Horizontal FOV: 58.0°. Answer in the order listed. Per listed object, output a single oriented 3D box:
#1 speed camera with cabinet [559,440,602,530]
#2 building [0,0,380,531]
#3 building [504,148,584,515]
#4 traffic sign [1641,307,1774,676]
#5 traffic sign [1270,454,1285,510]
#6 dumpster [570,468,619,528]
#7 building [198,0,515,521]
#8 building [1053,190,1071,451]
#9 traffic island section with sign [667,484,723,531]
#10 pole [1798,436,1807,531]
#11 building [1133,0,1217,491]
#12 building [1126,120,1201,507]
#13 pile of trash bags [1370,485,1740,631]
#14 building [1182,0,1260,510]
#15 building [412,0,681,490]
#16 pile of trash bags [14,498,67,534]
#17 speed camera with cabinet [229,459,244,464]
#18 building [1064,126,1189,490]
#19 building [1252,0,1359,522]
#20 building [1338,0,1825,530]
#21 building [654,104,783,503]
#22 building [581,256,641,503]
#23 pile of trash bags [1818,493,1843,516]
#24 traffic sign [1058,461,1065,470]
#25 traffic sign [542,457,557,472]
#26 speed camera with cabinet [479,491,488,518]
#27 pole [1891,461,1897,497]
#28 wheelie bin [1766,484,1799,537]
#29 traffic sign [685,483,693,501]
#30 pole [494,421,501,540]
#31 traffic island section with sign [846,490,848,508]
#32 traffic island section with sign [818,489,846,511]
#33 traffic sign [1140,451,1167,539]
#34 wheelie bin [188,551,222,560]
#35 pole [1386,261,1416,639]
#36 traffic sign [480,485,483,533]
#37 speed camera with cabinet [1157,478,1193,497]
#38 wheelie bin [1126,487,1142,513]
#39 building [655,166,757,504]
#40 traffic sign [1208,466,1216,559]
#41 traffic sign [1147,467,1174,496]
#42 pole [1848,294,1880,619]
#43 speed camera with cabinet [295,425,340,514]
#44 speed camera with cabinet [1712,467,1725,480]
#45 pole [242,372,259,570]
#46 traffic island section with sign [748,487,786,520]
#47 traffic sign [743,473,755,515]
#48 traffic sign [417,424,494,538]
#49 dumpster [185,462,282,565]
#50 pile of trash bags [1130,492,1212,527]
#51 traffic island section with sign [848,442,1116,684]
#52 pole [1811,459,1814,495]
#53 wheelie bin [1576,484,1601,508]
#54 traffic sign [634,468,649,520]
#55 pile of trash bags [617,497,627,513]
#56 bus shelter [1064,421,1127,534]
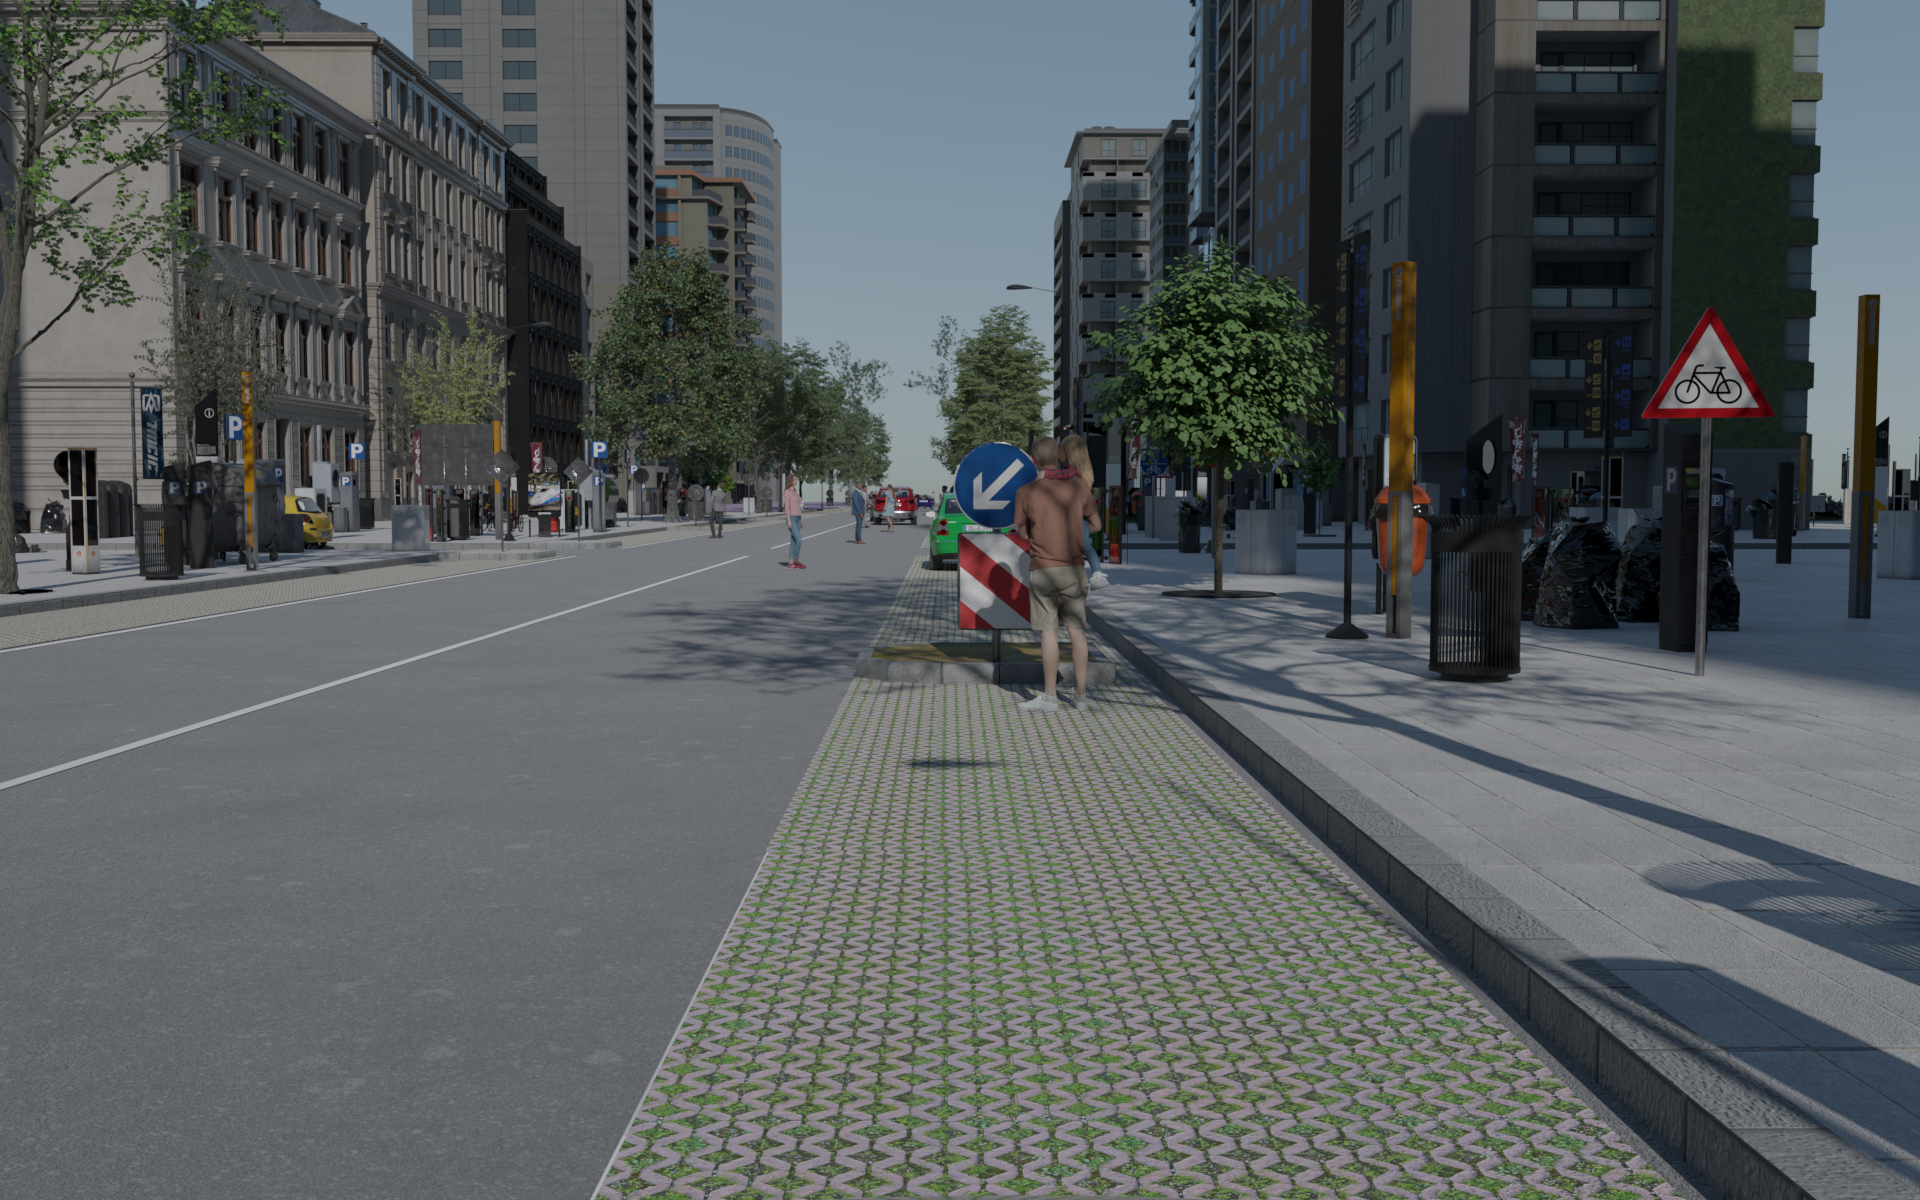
[{"bbox_3d":[-13.662,-4.149,62.168,0.660,3.252,2.038,2,4,25],"label":"speed camera with cabinet"},{"bbox_3d":[-32.545,-14.298,69.925,11.583,22.565,21.152,0,4,0],"label":"building"},{"bbox_3d":[-32.565,-17.357,113.465,12.332,23.373,15.834,0,4,0],"label":"building"},{"bbox_3d":[5.216,-0.742,12.140,0.884,2.594,0.081,0,4,7],"label":"traffic sign"},{"bbox_3d":[5.259,-1.717,29.251,0.795,2.450,0.064,0,4,4],"label":"traffic sign"},{"bbox_3d":[-13.681,-3.809,64.766,1.502,2.255,1.985,0,4,0],"label":"dumpster"},{"bbox_3d":[-33.002,-18.082,92.910,12.463,27.353,25.104,0,4,0],"label":"building"},{"bbox_3d":[25.853,-39.518,269.813,21.300,48.544,21.600,0,4,0],"label":"building"},{"bbox_3d":[-10.411,-3.645,68.227,1.989,1.847,2.006,0,4,0],"label":"traffic island section with sign"},{"bbox_3d":[29.428,-4.076,60.485,0.158,3.312,0.155,0,3,0],"label":"pole"},{"bbox_3d":[27.248,-50.708,141.739,22.319,86.520,31.000,0,4,0],"label":"building"},{"bbox_3d":[31.715,-29.344,171.661,32.217,40.220,23.993,0,4,0],"label":"building"},{"bbox_3d":[5.860,-0.461,17.283,3.447,1.369,1.912,1,4,13],"label":"pile of trash bags"},{"bbox_3d":[25.937,-41.096,110.180,20.563,71.187,20.611,0,4,0],"label":"building"},{"bbox_3d":[-36.837,-44.093,159.174,20.563,71.187,20.611,0,4,0],"label":"building"},{"bbox_3d":[-30.939,-2.864,56.582,3.447,1.369,1.912,-1,4,-12],"label":"pile of trash bags"},{"bbox_3d":[-19.327,-3.183,46.386,0.660,3.252,2.038,-2,4,-30],"label":"speed camera with cabinet"},{"bbox_3d":[29.882,-40.111,245.045,28.713,52.752,27.495,0,4,0],"label":"building"},{"bbox_3d":[22.783,-26.635,85.589,14.600,45.320,14.200,0,4,0],"label":"building"},{"bbox_3d":[23.357,-23.473,67.373,14.086,41.232,14.154,0,4,0],"label":"building"},{"bbox_3d":[-38.744,-44.035,261.963,21.231,58.520,28.212,0,4,0],"label":"building"},{"bbox_3d":[-41.314,-17.793,135.950,27.650,21.520,28.899,0,4,0],"label":"building"},{"bbox_3d":[50.762,-5.578,100.951,1.912,1.369,3.447,0,4,6],"label":"pile of trash bags"},{"bbox_3d":[3.830,-3.997,65.458,0.768,2.556,0.104,0,4,1],"label":"traffic sign"},{"bbox_3d":[-14.126,-3.610,59.133,0.768,2.556,0.104,0,4,2],"label":"traffic sign"},{"bbox_3d":[-24.515,-5.888,90.612,0.660,3.252,2.038,2,4,32],"label":"speed camera with cabinet"},{"bbox_3d":[57.552,-6.906,106.748,0.158,3.312,0.155,0,3,0],"label":"pole"},{"bbox_3d":[24.806,-2.717,52.330,0.980,1.594,0.693,-1,4,-14],"label":"wheelie bin"},{"bbox_3d":[-14.733,-5.827,95.278,0.884,2.594,0.081,0,4,7],"label":"traffic sign"},{"bbox_3d":[-12.926,-3.342,48.485,0.158,3.312,0.155,0,3,0],"label":"pole"},{"bbox_3d":[-11.137,-10.087,173.553,1.989,1.847,2.006,0,4,0],"label":"traffic island section with sign"},{"bbox_3d":[-10.946,-8.439,146.599,1.989,1.847,2.006,0,4,0],"label":"traffic island section with sign"},{"bbox_3d":[5.568,-3.042,49.836,0.768,2.556,0.104,0,4,6],"label":"traffic sign"},{"bbox_3d":[-14.792,-1.599,34.054,0.693,1.594,0.980,0,4,-7],"label":"wheelie bin"},{"bbox_3d":[3.904,-1.314,15.321,0.158,3.312,0.155,0,3,0],"label":"pole"},{"bbox_3d":[-15.330,-3.385,55.449,0.768,2.556,0.104,0,4,5],"label":"traffic sign"},{"bbox_3d":[10.748,-5.696,87.464,2.038,3.252,0.660,0,4,5],"label":"speed camera with cabinet"},{"bbox_3d":[8.319,-4.538,82.106,0.693,1.594,0.980,3,5,45],"label":"wheelie bin"},{"bbox_3d":[-39.147,-35.392,233.275,22.147,44.769,28.867,0,4,0],"label":"building"},{"bbox_3d":[5.024,-2.099,34.315,0.884,2.594,0.081,0,4,5],"label":"traffic sign"},{"bbox_3d":[6.740,-3.563,58.257,0.884,2.594,0.081,0,4,8],"label":"traffic sign"},{"bbox_3d":[9.302,-1.466,17.817,0.158,3.312,0.155,0,3,0],"label":"pole"},{"bbox_3d":[-18.181,-3.344,49.017,0.660,3.252,2.038,0,4,0],"label":"speed camera with cabinet"},{"bbox_3d":[47.127,-6.922,107.506,2.038,3.252,0.660,-1,4,-18],"label":"speed camera with cabinet"},{"bbox_3d":[-11.908,-2.153,29.047,0.158,3.312,0.155,0,3,0],"label":"pole"},{"bbox_3d":[-10.595,-5.294,95.182,1.989,1.847,2.006,0,4,0],"label":"traffic island section with sign"},{"bbox_3d":[-12.733,-6.381,104.436,0.768,2.556,0.104,0,4,3],"label":"traffic sign"},{"bbox_3d":[-14.657,-3.451,50.302,2.265,3.308,0.079,0,4,6],"label":"traffic sign"},{"bbox_3d":[-13.552,-1.616,32.176,1.264,1.857,1.865,0,4,0],"label":"dumpster"},{"bbox_3d":[8.482,-3.634,69.166,3.447,1.369,1.912,1,4,22],"label":"pile of trash bags"},{"bbox_3d":[0.172,-0.323,13.915,1.989,1.847,2.006,0,4,0],"label":"traffic island section with sign"},{"bbox_3d":[49.440,-6.529,100.595,0.158,3.312,0.155,0,3,0],"label":"pole"},{"bbox_3d":[19.976,-2.873,54.878,0.980,1.594,0.693,3,4,36],"label":"wheelie bin"},{"bbox_3d":[-15.607,-5.184,84.859,0.768,2.556,0.104,0,4,8],"label":"traffic sign"},{"bbox_3d":[-23.673,-6.562,117.041,3.447,1.369,1.912,-3,4,-38],"label":"pile of trash bags"},{"bbox_3d":[4.511,-4.088,58.114,1.731,3.624,6.357,0,4,0],"label":"bus shelter"}]
